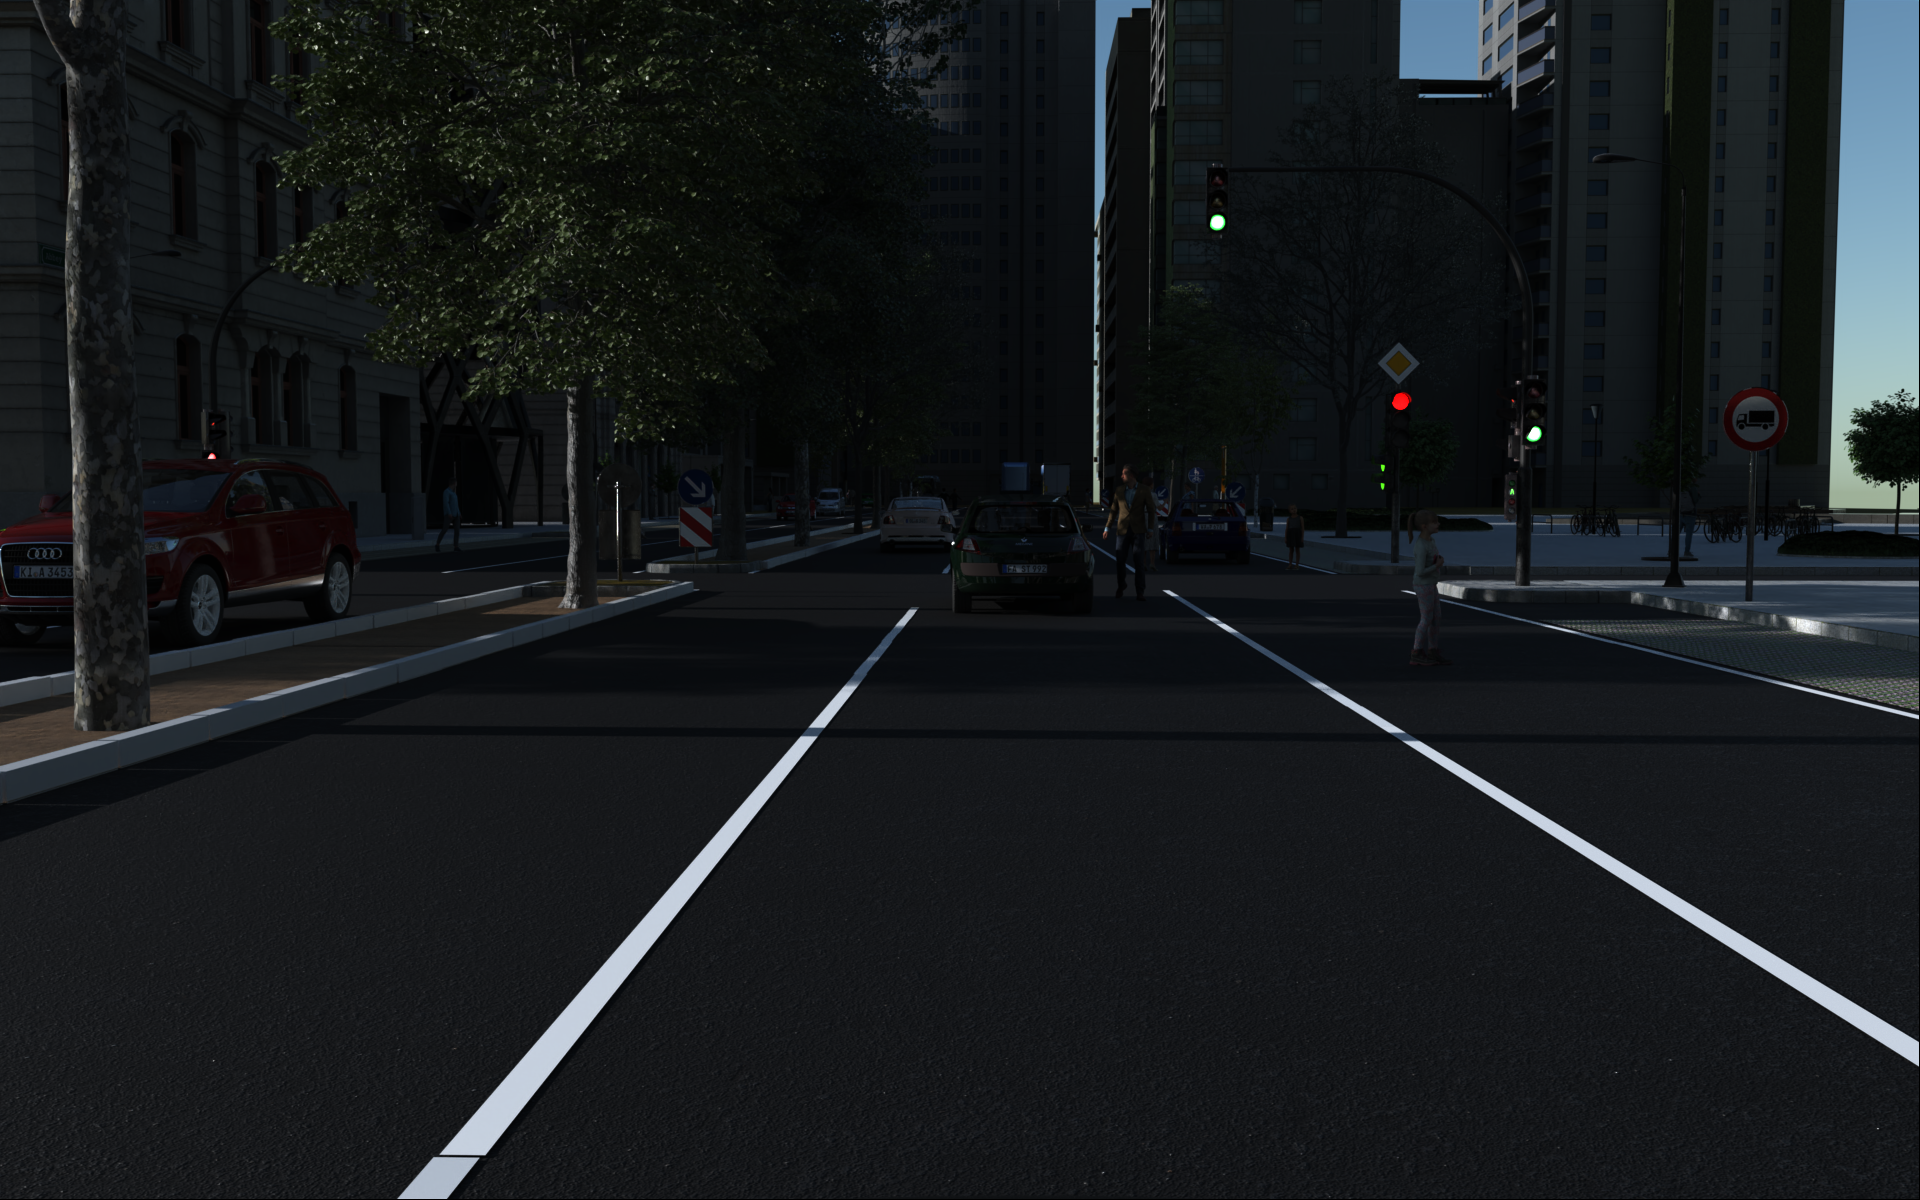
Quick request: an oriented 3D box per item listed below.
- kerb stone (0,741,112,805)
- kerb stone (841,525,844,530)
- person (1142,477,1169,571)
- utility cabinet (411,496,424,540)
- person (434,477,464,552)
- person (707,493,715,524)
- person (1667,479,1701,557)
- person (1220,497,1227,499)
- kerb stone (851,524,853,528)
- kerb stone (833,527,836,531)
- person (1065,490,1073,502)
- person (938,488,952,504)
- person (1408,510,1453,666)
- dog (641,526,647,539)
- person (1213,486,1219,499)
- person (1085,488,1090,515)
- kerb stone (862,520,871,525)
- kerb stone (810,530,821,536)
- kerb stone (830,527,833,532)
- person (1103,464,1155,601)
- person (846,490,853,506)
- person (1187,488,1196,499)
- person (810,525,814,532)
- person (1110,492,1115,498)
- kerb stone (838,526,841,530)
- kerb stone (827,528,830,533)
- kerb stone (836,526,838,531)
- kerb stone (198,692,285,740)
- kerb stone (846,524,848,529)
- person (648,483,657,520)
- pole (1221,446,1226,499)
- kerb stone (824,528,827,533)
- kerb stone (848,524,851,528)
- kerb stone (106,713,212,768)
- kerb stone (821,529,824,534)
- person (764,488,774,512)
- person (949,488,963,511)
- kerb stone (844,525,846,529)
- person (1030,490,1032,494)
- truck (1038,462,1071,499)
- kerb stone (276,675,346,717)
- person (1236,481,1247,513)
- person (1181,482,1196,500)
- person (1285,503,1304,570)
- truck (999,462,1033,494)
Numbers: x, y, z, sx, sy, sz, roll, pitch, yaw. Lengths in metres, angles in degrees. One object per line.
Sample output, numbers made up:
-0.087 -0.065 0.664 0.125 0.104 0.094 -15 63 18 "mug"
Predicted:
-4.454 0.837 8.508 0.120 0.150 1.000 0 4 2 "kerb stone"
-4.811 -2.833 68.535 0.120 0.150 1.000 0 4 2 "kerb stone"
3.577 -1.416 32.229 0.480 1.755 0.524 3 4 36 "person"
-15.294 -2.302 48.799 0.306 1.237 1.020 -1 4 -20 "utility cabinet"
-12.572 -2.099 42.673 0.748 1.841 0.638 1 4 22 "person"
-11.971 -4.553 82.813 0.514 1.842 0.818 2 4 30 "person"
14.805 -1.768 35.299 0.721 1.781 0.623 -3 4 -37 "person"
15.988 -6.011 104.517 0.583 1.804 0.606 0 4 6 "person"
-4.699 -3.086 72.646 0.120 0.150 1.000 0 4 2 "kerb stone"
-4.910 -2.642 65.463 0.120 0.150 1.000 0 4 2 "kerb stone"
9.079 -8.272 144.474 0.721 1.735 1.217 -2 4 -26 "person"
-1.124 -6.874 120.516 1.348 1.869 0.705 0 4 -4 "person"
3.945 -0.106 14.517 0.394 1.301 0.425 1 4 12 "person"
-10.169 -2.343 55.152 0.800 0.831 0.513 0 4 3 "dog"
14.650 -5.691 99.581 0.515 1.767 0.782 1 4 13 "person"
8.658 -6.639 117.051 0.705 1.824 1.348 0 4 5 "person"
-4.429 -3.650 81.868 0.120 0.150 1.000 0 4 2 "kerb stone"
-5.054 -2.328 60.339 0.120 0.150 1.000 0 4 2 "kerb stone"
-4.941 -2.583 64.434 0.120 0.150 1.000 0 4 2 "kerb stone"
2.294 -0.926 23.544 0.656 1.842 0.836 -1 4 -12 "person"
-11.671 -10.811 183.742 0.756 1.711 0.436 0 4 -1 "person"
14.647 -6.328 110.185 0.721 1.739 1.217 3 5 43 "person"
-5.608 -3.071 62.975 0.640 1.303 0.475 0 4 -5 "person"
14.001 -9.070 154.305 1.348 1.831 0.705 1 4 20 "person"
-4.847 -2.771 67.509 0.120 0.150 1.000 0 4 2 "kerb stone"
-4.968 -2.521 63.411 0.120 0.150 1.000 0 4 2 "kerb stone"
-4.879 -2.709 66.487 0.120 0.150 1.000 0 4 2 "kerb stone"
-4.401 0.712 10.561 0.120 0.150 1.000 0 4 2 "kerb stone"
-4.763 -2.960 70.584 0.120 0.150 1.000 0 4 2 "kerb stone"
-15.252 -4.903 86.012 0.447 1.846 0.655 0 3 0 "person"
11.172 -4.863 73.359 0.158 3.312 0.155 0 3 0 "pole"
-4.995 -2.458 62.389 0.120 0.150 1.000 0 4 2 "kerb stone"
-4.729 -3.017 71.615 0.120 0.150 1.000 0 4 2 "kerb stone"
-4.426 0.774 9.533 0.120 0.150 1.000 0 4 2 "kerb stone"
-5.020 -2.395 61.360 0.120 0.150 1.000 0 4 2 "kerb stone"
-13.586 -7.130 123.339 0.721 1.735 1.217 2 4 24 "person"
-0.335 -6.637 117.043 0.705 1.821 1.348 -3 5 -44 "person"
-4.785 -2.891 69.563 0.120 0.150 1.000 0 4 2 "kerb stone"
6.533 -9.411 162.312 0.705 1.831 1.348 3 5 41 "person"
8.725 -10.411 159.135 2.839 4.237 11.283 0 4 1 "truck"
-4.375 0.649 11.584 0.120 0.150 1.000 0 4 2 "kerb stone"
11.493 -3.998 71.601 0.728 1.800 0.709 3 5 42 "person"
7.267 -2.839 55.004 0.778 1.811 0.616 0 4 -4 "person"
6.335 -1.200 32.794 0.362 1.253 0.373 2 4 29 "person"
4.459 -9.230 140.663 2.967 4.110 18.799 0 4 2 "truck"
